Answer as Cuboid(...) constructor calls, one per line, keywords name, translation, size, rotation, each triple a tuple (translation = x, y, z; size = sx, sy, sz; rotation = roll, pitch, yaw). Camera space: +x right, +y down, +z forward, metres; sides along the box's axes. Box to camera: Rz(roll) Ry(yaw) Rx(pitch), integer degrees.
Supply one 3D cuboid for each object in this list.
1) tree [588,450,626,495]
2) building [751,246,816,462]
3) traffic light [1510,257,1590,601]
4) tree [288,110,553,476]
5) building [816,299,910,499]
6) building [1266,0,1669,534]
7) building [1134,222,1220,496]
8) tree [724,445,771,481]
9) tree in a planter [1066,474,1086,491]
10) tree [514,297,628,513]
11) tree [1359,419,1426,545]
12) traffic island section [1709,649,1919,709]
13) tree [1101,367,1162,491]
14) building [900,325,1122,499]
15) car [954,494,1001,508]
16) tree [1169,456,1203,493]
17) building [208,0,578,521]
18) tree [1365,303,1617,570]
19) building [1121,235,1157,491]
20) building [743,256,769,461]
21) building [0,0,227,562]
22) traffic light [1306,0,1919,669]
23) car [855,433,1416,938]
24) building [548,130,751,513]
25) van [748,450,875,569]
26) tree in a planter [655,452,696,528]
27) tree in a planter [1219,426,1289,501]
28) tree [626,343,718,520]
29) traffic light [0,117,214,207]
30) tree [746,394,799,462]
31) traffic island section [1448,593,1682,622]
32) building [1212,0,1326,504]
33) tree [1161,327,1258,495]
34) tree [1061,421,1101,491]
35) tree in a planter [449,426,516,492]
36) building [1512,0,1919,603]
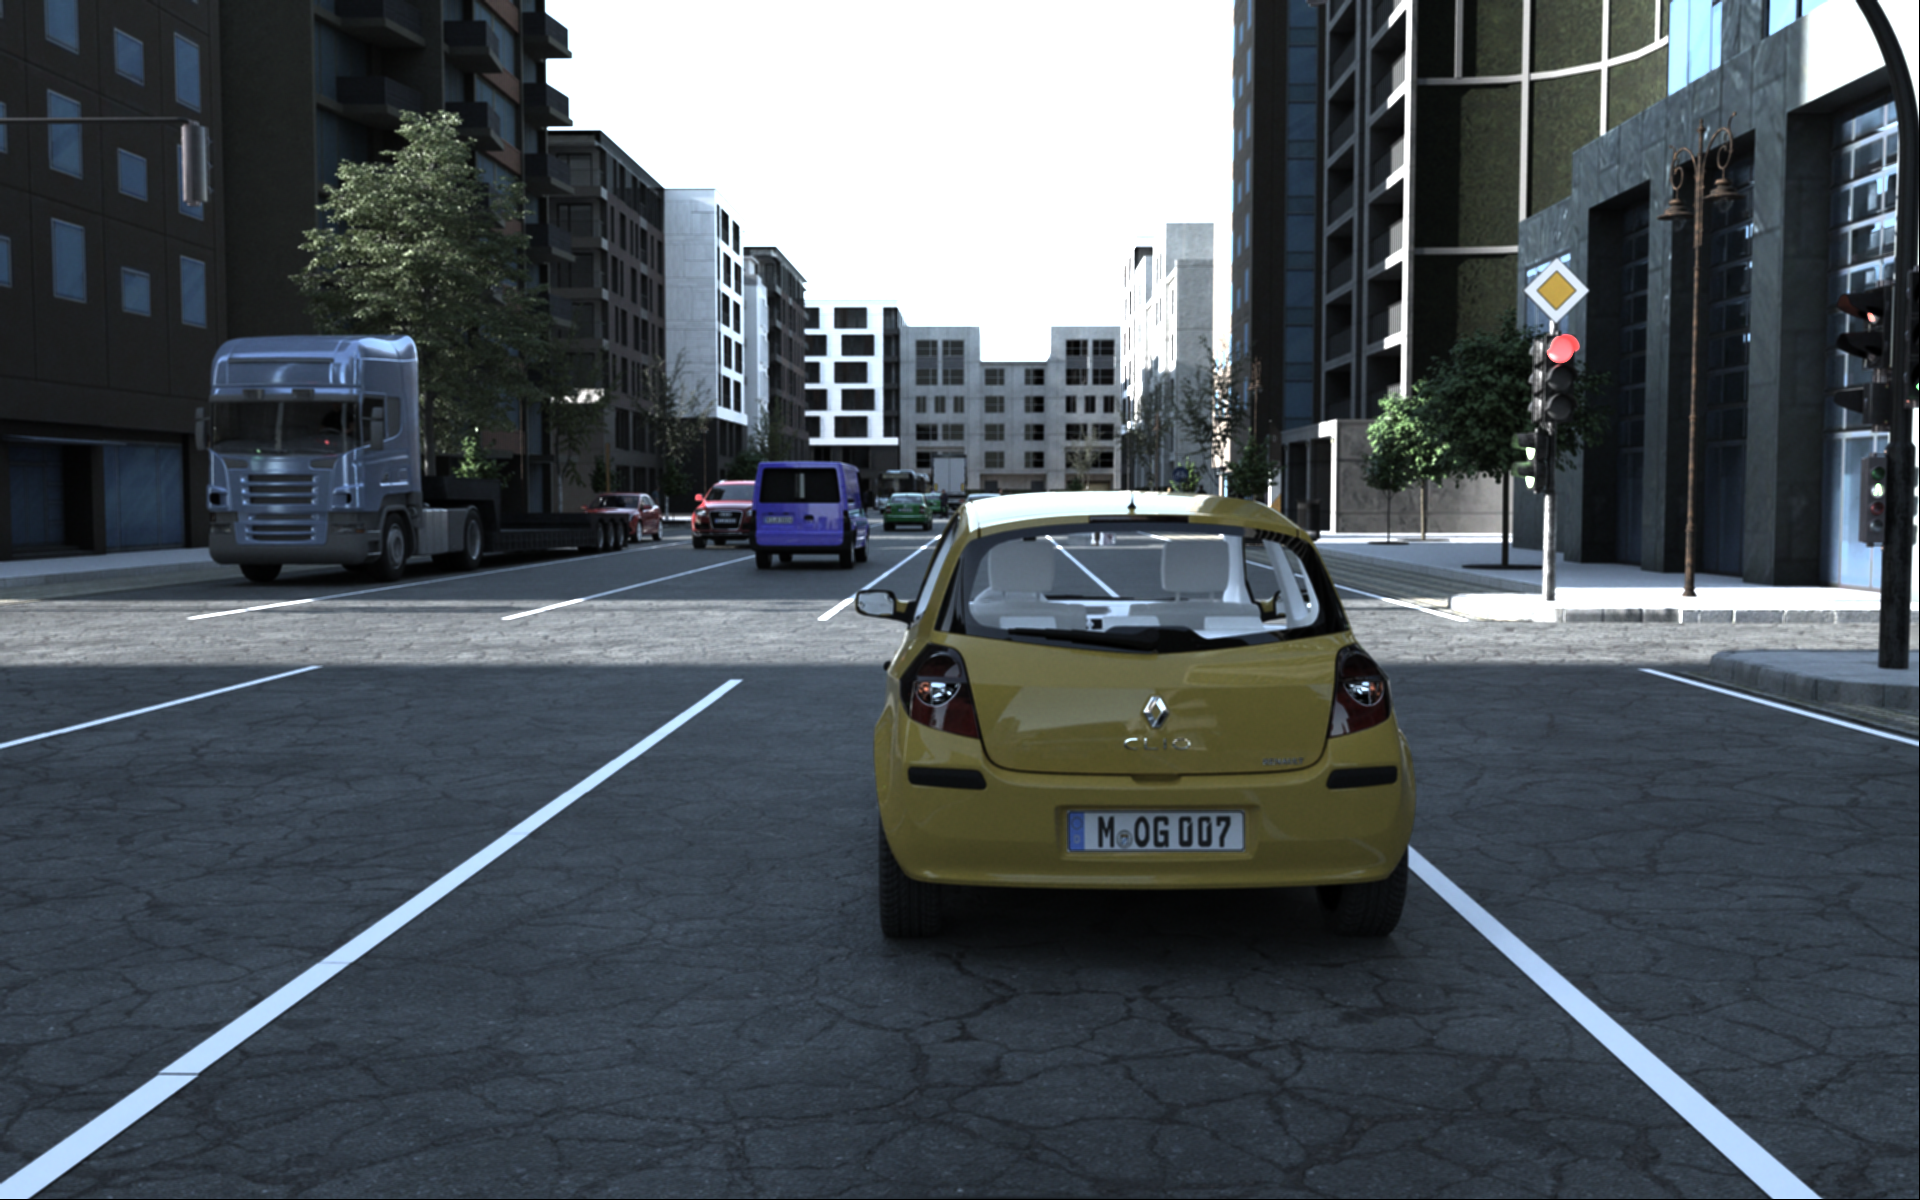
Cuboid(name="tree", translation=(-15.641, -4.949, 75.512), size=(1.663, 3.219, 1.824), rotation=(0, 3, 0))
Cuboid(name="building", translation=(-31.099, -19.156, 157.181), size=(32.646, 21.610, 27.936), rotation=(0, 4, 1))
Cuboid(name="traffic light", translation=(7.046, -1.942, 20.677), size=(0.839, 4.253, 0.868), rotation=(0, 4, 1))
Cuboid(name="tree", translation=(-15.829, -8.146, 51.310), size=(7.486, 12.596, 7.792), rotation=(0, 3, 0))
Cuboid(name="building", translation=(-22.448, -21.503, 195.555), size=(32.646, 21.610, 27.936), rotation=(0, 4, 1))
Cuboid(name="building", translation=(22.586, -37.956, 58.838), size=(20.563, 71.187, 20.611), rotation=(0, 4, 1))
Cuboid(name="building", translation=(21.871, -15.578, 121.151), size=(16.747, 18.905, 31.486), rotation=(0, 4, 1))
Cuboid(name="tree", translation=(-13.947, -8.049, 115.322), size=(4.285, 4.588, 4.351), rotation=(0, 3, 0))
Cuboid(name="tree in a planter", translation=(10.010, -9.326, 149.694), size=(1.991, 3.239, 1.994), rotation=(0, 4, 1))
Cuboid(name="tree", translation=(-15.000, -7.063, 65.846), size=(4.737, 8.622, 4.395), rotation=(0, 3, 0))
Cuboid(name="tree", translation=(11.123, -3.044, 44.368), size=(1.663, 3.219, 1.824), rotation=(0, 3, 0))
Cuboid(name="traffic island section", translation=(6.905, 0.579, 12.807), size=(2.009, 0.180, 2.903), rotation=(0, 4, 1))
Cuboid(name="tree", translation=(10.819, -9.136, 99.733), size=(4.360, 8.622, 3.978), rotation=(0, 3, 0))
Cuboid(name="building", translation=(9.609, -19.793, 190.075), size=(31.486, 18.905, 16.747), rotation=(0, 4, 1))
Cuboid(name="car", translation=(0.863, -3.030, 61.332), size=(2.131, 1.459, 4.920), rotation=(0, 4, 0))
Cuboid(name="tree", translation=(11.714, -5.771, 88.963), size=(1.663, 3.219, 1.824), rotation=(0, 3, 0))
Cuboid(name="building", translation=(-28.555, -25.428, 70.369), size=(22.147, 44.769, 28.867), rotation=(0, 4, 1))
Cuboid(name="tree", translation=(9.416, -2.832, 30.018), size=(4.285, 4.588, 4.351), rotation=(0, 3, 0))
Cuboid(name="building", translation=(28.056, -18.904, 153.056), size=(27.936, 21.610, 32.646), rotation=(0, 4, 1))
Cuboid(name="building", translation=(-23.107, -17.090, 135.848), size=(16.016, 20.091, 11.380), rotation=(0, 4, 1))
Cuboid(name="building", translation=(-24.802, -23.476, 33.937), size=(14.600, 45.320, 14.200), rotation=(0, 4, 1))
Cuboid(name="traffic light", translation=(4.772, -2.320, 12.600), size=(4.771, 5.953, 1.251), rotation=(0, 4, 1))
Cuboid(name="car", translation=(0.556, 0.195, 7.031), size=(2.015, 1.641, 3.980), rotation=(0, 4, -1))
Cuboid(name="building", translation=(-30.257, -16.514, 113.986), size=(27.936, 21.610, 32.646), rotation=(0, 4, 1))
Cuboid(name="van", translation=(-2.942, -1.869, 34.948), size=(2.240, 2.365, 5.245), rotation=(0, 4, 1))
Cuboid(name="tree in a planter", translation=(-12.178, -4.663, 73.459), size=(1.991, 3.239, 1.994), rotation=(0, 4, 1))
Cuboid(name="tree in a planter", translation=(7.646, -2.944, 45.353), size=(1.991, 3.239, 1.994), rotation=(0, 4, 1))
Cuboid(name="tree", translation=(-14.280, -8.270, 85.572), size=(4.360, 8.622, 3.978), rotation=(0, 3, 0))
Cuboid(name="traffic light", translation=(-11.557, -2.841, 21.117), size=(4.771, 5.953, 1.251), rotation=(0, 4, 1))
Cuboid(name="tree", translation=(-13.874, -10.806, 127.044), size=(4.737, 8.622, 4.395), rotation=(0, 3, 0))
Cuboid(name="traffic island section", translation=(7.086, 0.091, 20.790), size=(2.009, 0.180, 2.903), rotation=(0, 4, 1))
Cuboid(name="building", translation=(20.350, -26.601, 85.043), size=(14.600, 45.320, 14.200), rotation=(0, 4, 1))
Cuboid(name="tree", translation=(11.344, -7.728, 76.720), size=(4.360, 8.622, 3.978), rotation=(0, 3, 0))
Cuboid(name="tree", translation=(12.527, -13.628, 173.186), size=(4.360, 8.622, 3.978), rotation=(0, 3, 0))
Cuboid(name="tree in a planter", translation=(-12.809, -2.971, 45.806), size=(1.991, 3.239, 1.994), rotation=(0, 4, 1))
Cuboid(name="building", translation=(27.001, -43.769, 28.301), size=(31.000, 86.520, 22.319), rotation=(0, 4, 1))
